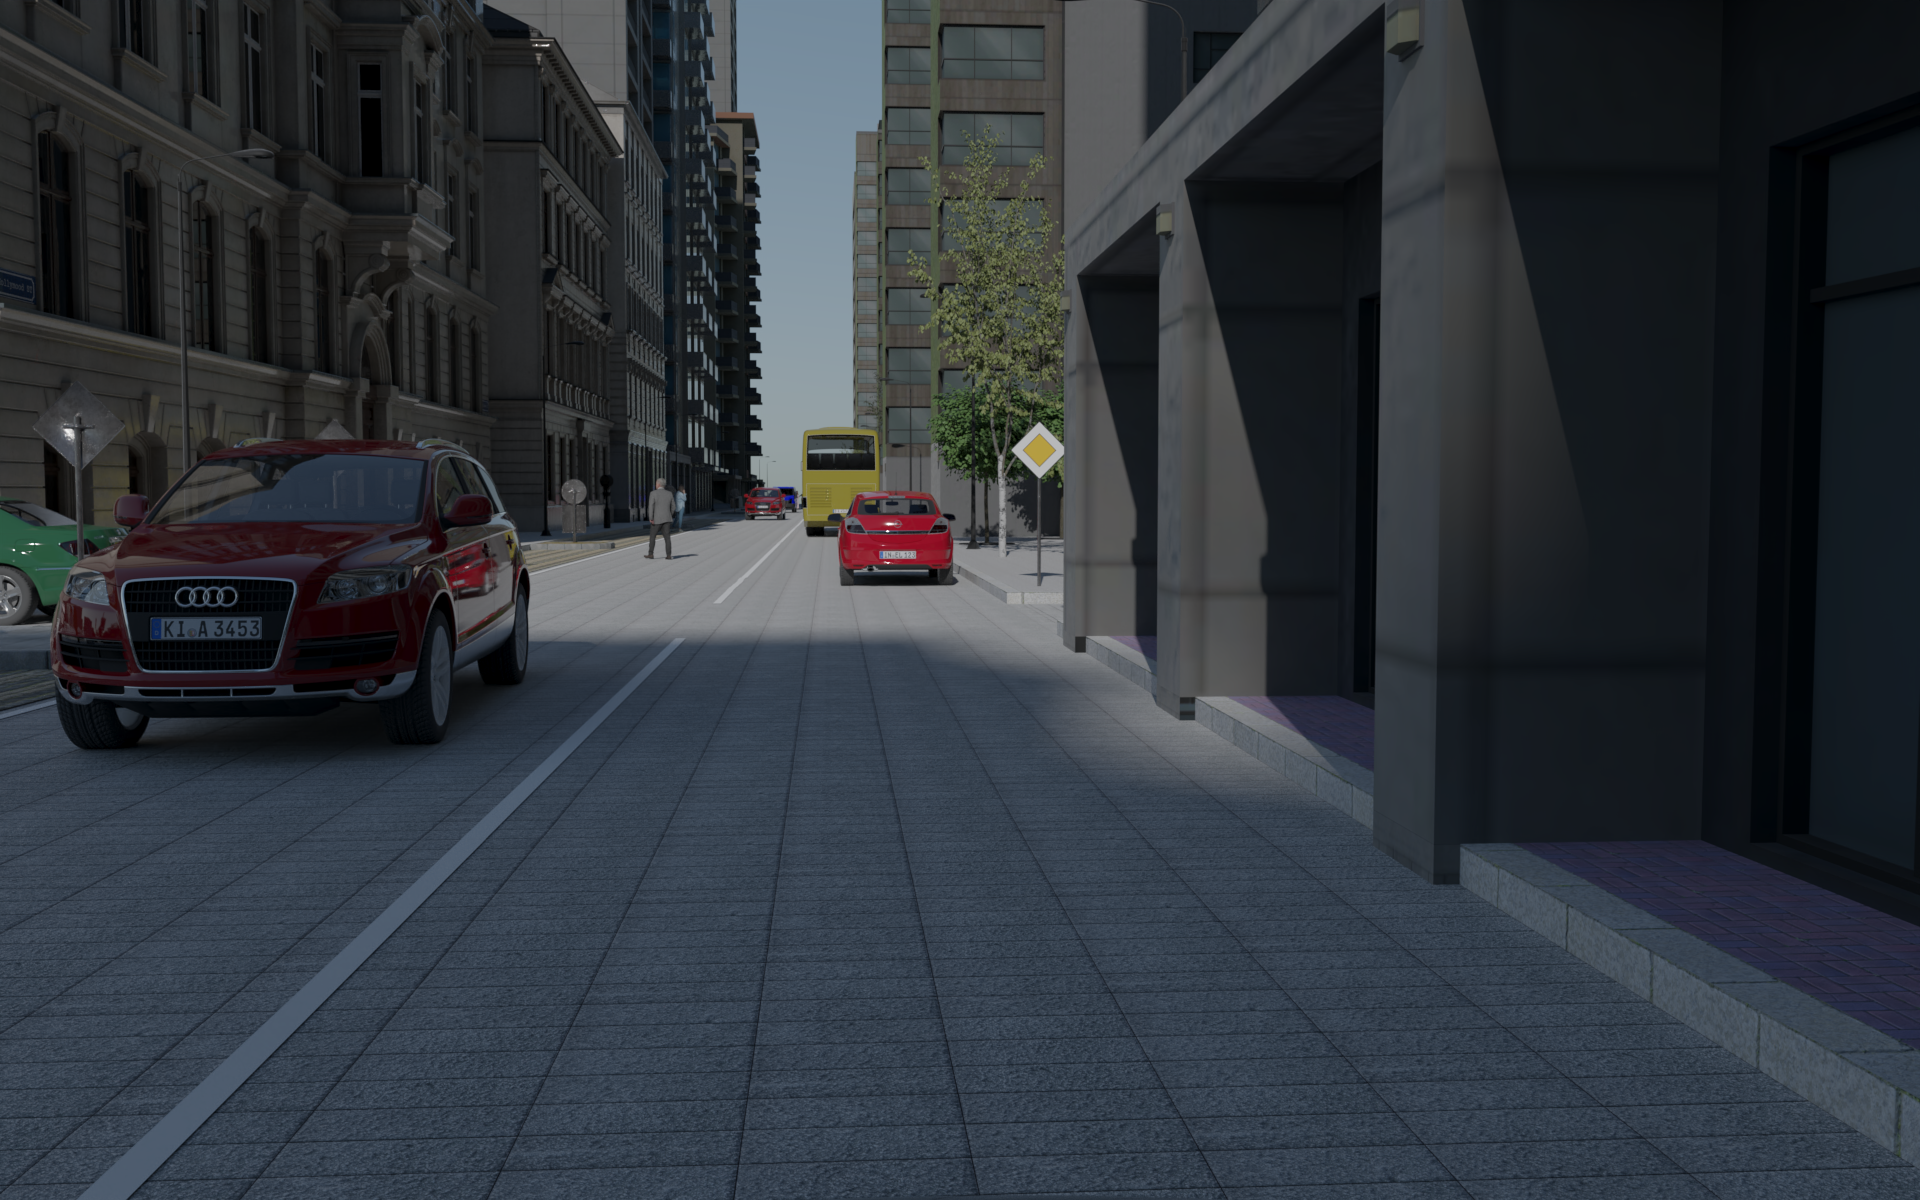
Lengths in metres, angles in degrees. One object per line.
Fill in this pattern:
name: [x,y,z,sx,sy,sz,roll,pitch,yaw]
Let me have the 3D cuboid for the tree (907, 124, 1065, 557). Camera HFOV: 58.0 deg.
tree: [0.899,-5.159,34.708,4.737,8.622,4.395,0,3,0]

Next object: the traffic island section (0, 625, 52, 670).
traffic island section: [-7.846,0.417,15.460,2.009,0.180,2.903,0,4,-4]

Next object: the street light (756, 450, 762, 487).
street light: [-21.796,-12.892,183.319,1.470,5.913,1.316,0,4,-4]

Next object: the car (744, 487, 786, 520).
car: [-10.745,-5.330,95.817,2.281,1.827,5.304,0,4,-3]

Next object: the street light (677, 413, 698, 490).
street light: [-15.738,-7.762,99.447,1.470,5.913,1.316,0,4,-4]

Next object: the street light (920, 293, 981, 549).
street light: [-0.230,-4.133,40.116,1.470,5.913,1.316,0,4,-4]

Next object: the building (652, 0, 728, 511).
building: [-30.383,-31.380,132.664,23.786,49.044,30.456,0,4,-4]

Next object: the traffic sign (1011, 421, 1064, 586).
traffic sign: [1.098,-1.248,24.055,0.795,2.450,0.064,0,4,-4]

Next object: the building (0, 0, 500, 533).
building: [-19.210,-13.446,38.934,14.460,24.649,34.723,0,4,-4]

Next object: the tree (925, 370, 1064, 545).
tree: [0.757,-3.698,44.176,4.285,4.588,4.351,0,3,0]

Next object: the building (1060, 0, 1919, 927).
building: [11.921,-34.648,4.746,20.563,71.187,20.611,0,4,-4]

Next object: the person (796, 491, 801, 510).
person: [-14.932,-9.135,158.525,0.621,1.740,0.551,1,4,12]

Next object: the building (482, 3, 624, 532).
building: [-19.300,-12.348,66.510,10.561,19.102,19.286,0,4,-4]

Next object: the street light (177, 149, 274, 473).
street light: [-9.936,-3.113,23.435,1.470,5.913,1.316,0,4,-4]

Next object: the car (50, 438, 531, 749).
car: [-4.154,-0.173,11.499,2.281,1.827,5.304,0,4,-6]

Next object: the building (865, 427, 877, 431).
building: [2.601,-51.735,158.531,22.319,86.520,31.000,0,4,-4]

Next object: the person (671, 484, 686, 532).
person: [-10.622,-3.460,65.329,0.793,1.790,0.793,1,4,13]

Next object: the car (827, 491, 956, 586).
car: [-1.106,-1.192,28.531,2.155,1.783,4.494,0,4,-4]

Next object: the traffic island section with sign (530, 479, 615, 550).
traffic island section with sign: [-10.087,-2.241,45.263,1.989,1.847,2.006,0,4,-4]

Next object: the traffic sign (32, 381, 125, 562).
traffic sign: [-7.823,-0.719,15.400,0.795,2.450,0.064,0,4,-4]

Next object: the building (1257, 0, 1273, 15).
building: [20.962,-25.312,33.468,30.456,49.044,23.786,0,4,-4]

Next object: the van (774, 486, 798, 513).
van: [-13.627,-7.926,133.972,2.240,2.365,5.245,0,4,-3]

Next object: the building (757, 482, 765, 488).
building: [-43.825,-33.711,243.053,32.217,40.220,23.993,0,4,-4]

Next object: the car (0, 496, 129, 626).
car: [-11.876,-0.471,19.506,4.920,1.459,2.131,0,4,-6]

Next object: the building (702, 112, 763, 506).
building: [-33.650,-33.017,194.460,22.147,44.769,28.867,0,4,-4]

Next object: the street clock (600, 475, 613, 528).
street clock: [-13.187,-3.675,64.653,0.471,2.002,0.358,2,4,26]

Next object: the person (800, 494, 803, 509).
person: [-14.908,-9.468,164.121,1.217,1.723,0.721,1,4,16]

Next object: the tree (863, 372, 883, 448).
tree: [-2.988,-8.861,95.236,4.360,8.622,3.978,0,3,0]

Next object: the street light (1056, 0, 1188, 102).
street light: [1.520,-2.660,16.029,1.470,5.913,1.316,0,4,-4]

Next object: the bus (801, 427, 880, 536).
bus: [-4.351,-4.333,62.393,2.896,3.916,12.252,0,4,-5]

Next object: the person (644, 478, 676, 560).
person: [-6.603,-1.780,37.999,0.661,1.777,0.834,-3,5,-44]

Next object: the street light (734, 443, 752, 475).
street light: [-20.092,-11.385,158.685,1.470,5.913,1.316,0,4,-4]

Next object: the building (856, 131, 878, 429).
building: [-4.898,-31.499,198.607,14.154,41.232,14.086,0,4,-4]

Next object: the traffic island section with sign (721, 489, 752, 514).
traffic island section with sign: [-15.957,-7.008,123.202,1.989,1.847,2.006,0,4,-4]

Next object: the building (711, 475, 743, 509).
building: [-36.782,-28.624,159.885,32.217,40.220,23.993,0,4,-4]

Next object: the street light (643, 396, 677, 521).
street light: [-14.324,-6.694,81.987,1.470,5.913,1.316,0,4,-4]

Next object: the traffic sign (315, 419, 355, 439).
traffic sign: [-8.421,-1.206,23.363,0.795,2.450,0.064,0,4,-4]

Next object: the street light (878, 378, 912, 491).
street light: [-2.516,-5.921,69.357,1.470,5.913,1.316,0,4,-4]

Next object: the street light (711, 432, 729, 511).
street light: [-17.850,-9.551,128.701,1.470,5.913,1.316,0,4,-4]

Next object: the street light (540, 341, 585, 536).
street light: [-12.101,-4.905,52.742,1.470,5.913,1.316,0,4,-4]

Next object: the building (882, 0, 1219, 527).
building: [3.337,-18.891,80.572,14.160,30.474,14.107,0,4,-4]

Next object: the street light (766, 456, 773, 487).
street light: [-24.114,-14.716,213.146,1.470,5.913,1.316,0,4,-4]

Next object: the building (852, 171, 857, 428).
building: [-4.508,-38.157,247.562,21.300,48.544,21.600,0,4,-4]

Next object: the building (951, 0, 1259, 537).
building: [5.897,-17.527,58.264,14.160,30.474,14.107,0,4,-4]

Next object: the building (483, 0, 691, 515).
building: [-27.481,-40.857,106.271,20.563,71.187,20.611,0,4,-4]

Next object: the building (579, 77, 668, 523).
building: [-20.058,-14.437,85.189,9.793,20.994,18.267,0,4,-4]

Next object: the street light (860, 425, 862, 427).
street light: [-5.997,-8.813,116.631,1.470,5.913,1.316,0,4,-4]

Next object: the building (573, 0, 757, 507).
building: [-36.266,-47.719,218.461,20.563,71.187,20.611,0,4,-4]

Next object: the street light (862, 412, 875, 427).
street light: [-4.702,-7.710,98.605,1.470,5.913,1.316,0,4,-4]

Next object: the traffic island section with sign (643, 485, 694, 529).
traffic island section with sign: [-12.118,-3.885,72.142,1.989,1.847,2.006,0,4,-4]

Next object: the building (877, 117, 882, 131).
building: [-0.774,-36.809,221.437,23.786,49.044,30.456,0,4,-4]
